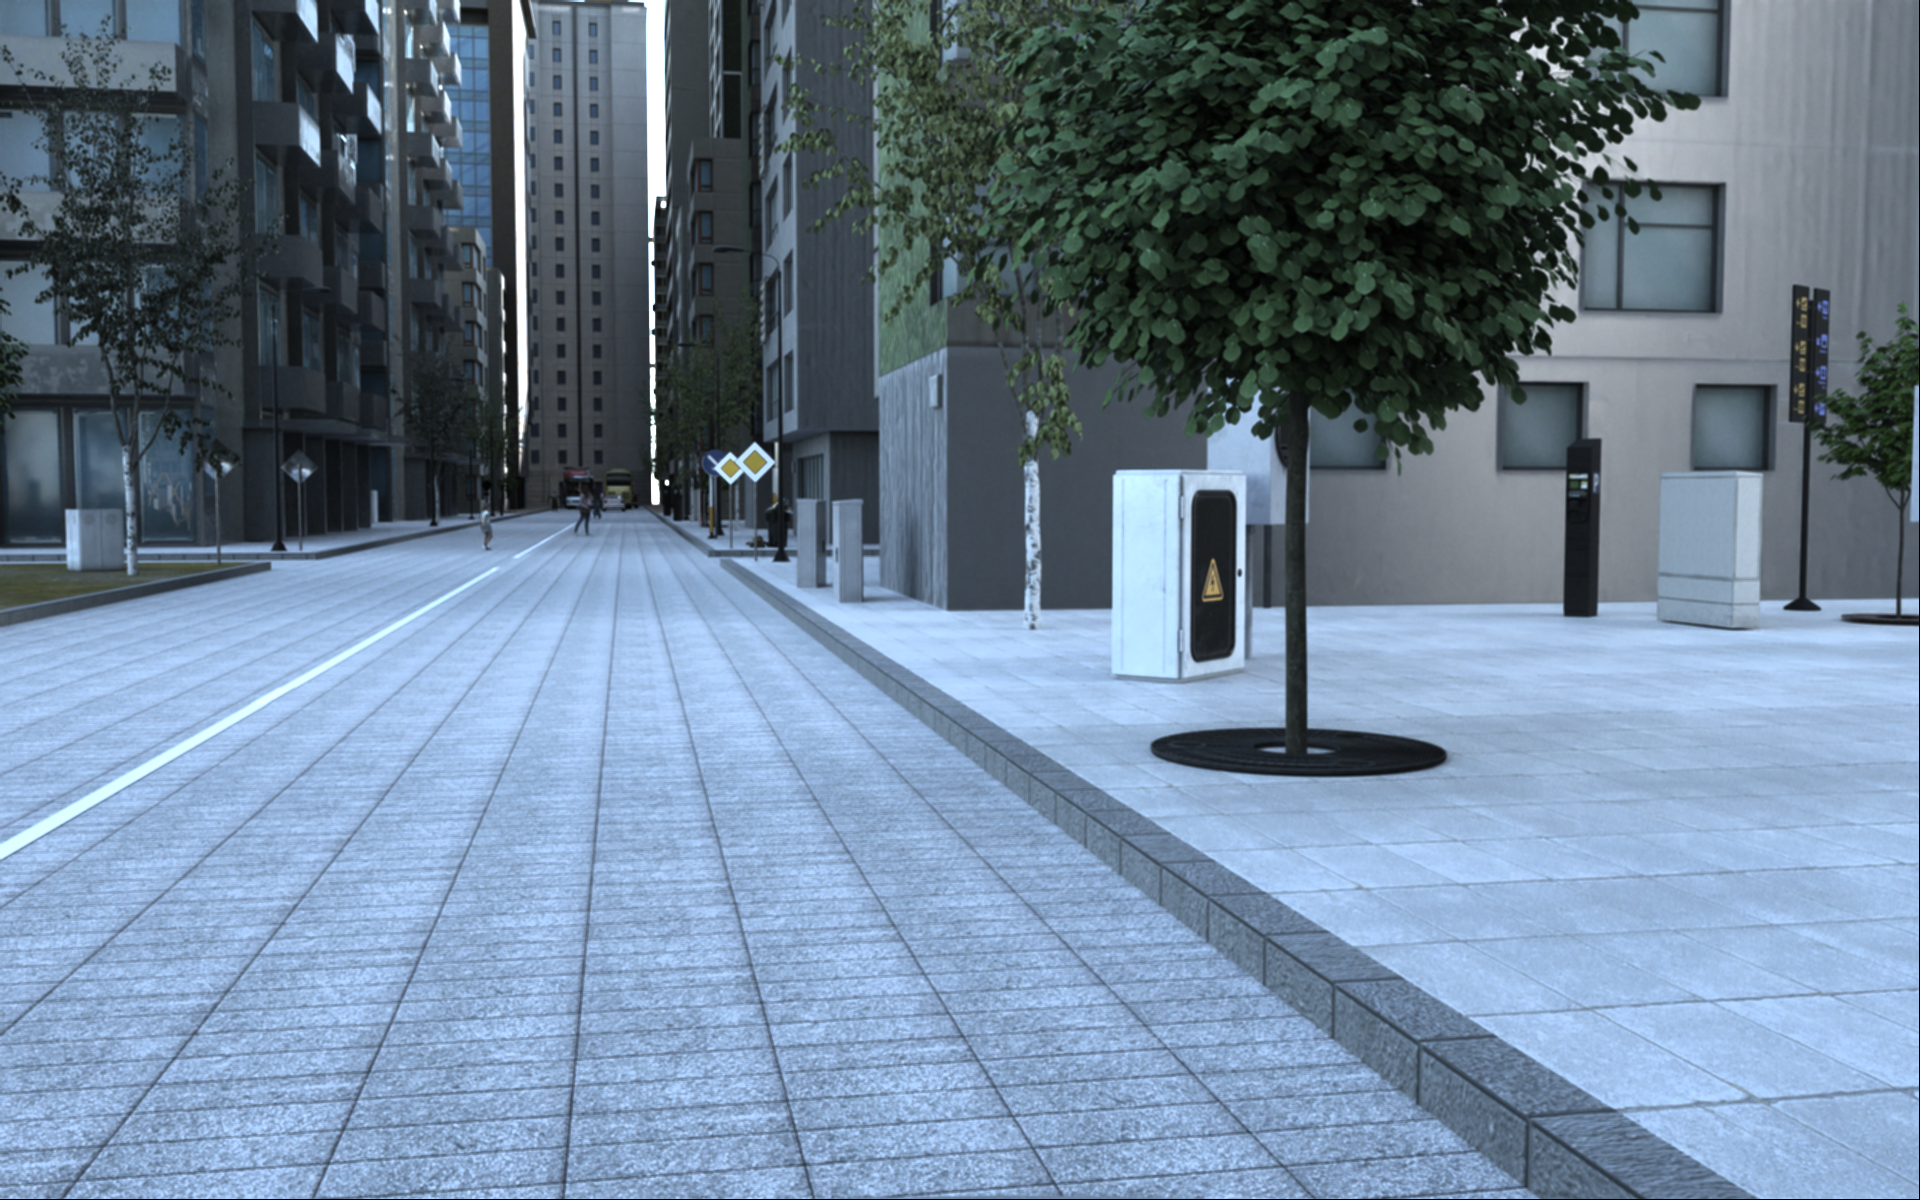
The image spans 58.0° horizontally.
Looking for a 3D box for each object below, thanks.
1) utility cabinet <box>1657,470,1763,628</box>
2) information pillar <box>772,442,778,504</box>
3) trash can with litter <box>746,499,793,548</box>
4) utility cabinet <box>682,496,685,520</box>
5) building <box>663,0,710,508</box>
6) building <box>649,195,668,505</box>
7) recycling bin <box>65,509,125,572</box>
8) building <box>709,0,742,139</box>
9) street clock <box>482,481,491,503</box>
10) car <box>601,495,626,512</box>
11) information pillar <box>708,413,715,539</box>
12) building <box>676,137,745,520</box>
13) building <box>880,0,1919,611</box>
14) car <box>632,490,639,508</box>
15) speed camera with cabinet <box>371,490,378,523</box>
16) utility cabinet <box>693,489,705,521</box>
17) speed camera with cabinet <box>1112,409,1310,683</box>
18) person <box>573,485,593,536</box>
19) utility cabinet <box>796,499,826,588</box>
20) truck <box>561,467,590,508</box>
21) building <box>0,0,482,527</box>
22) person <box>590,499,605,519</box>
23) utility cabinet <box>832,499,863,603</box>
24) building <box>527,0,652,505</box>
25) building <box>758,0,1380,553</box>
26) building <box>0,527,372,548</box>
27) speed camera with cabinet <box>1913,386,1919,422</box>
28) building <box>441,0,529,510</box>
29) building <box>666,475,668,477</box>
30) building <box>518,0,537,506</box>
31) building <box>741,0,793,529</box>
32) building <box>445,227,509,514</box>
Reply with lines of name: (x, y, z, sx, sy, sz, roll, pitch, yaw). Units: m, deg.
utility cabinet: (7.283, -0.499, 16.836, 0.318, 1.500, 1.173, -1, 4, -12)
information pillar: (-5.757, -3.878, 54.757, 0.183, 3.616, 0.504, 2, 4, 26)
trash can with litter: (-4.572, -1.846, 41.577, 1.055, 1.170, 0.624, -2, 4, -32)
utility cabinet: (-14.049, -4.627, 86.816, 0.306, 1.237, 1.020, -2, 4, -23)
building: (-14.282, -32.124, 148.937, 21.300, 48.544, 21.600, -1, 4, -11)
building: (-26.037, -31.973, 214.631, 23.993, 40.220, 32.217, -1, 4, -11)
recycling bin: (-14.489, -1.006, 29.009, 0.722, 1.027, 0.722, -3, 5, -42)
building: (-9.824, -42.135, 127.164, 20.563, 71.187, 20.611, -1, 4, -11)
street clock: (-25.330, -5.389, 92.684, 0.358, 2.002, 0.471, 3, 4, 39)
car: (-28.676, -8.022, 143.516, 2.083, 1.381, 4.827, -1, 4, -12)
information pillar: (-7.178, -3.591, 50.063, 0.183, 3.616, 0.504, 0, 4, -1)
building: (-2.037, -15.646, 100.854, 27.650, 21.520, 28.899, -1, 4, -11)
building: (5.459, -20.927, 25.756, 14.154, 41.232, 14.086, -1, 4, -11)
car: (-33.981, -10.301, 177.101, 2.281, 1.827, 5.304, -1, 4, -12)
speed camera with cabinet: (-26.601, -4.984, 75.816, 2.038, 3.252, 0.660, 0, 4, 2)
utility cabinet: (-12.275, -4.470, 81.766, 0.318, 1.500, 1.173, 1, 4, 16)
speed camera with cabinet: (1.868, -1.116, 12.578, 0.660, 3.252, 2.038, 3, 4, 36)
person: (-13.013, -3.100, 59.782, 0.643, 1.750, 0.593, 1, 4, 12)
utility cabinet: (-2.055, -0.792, 24.116, 0.306, 1.237, 1.020, 0, 4, 2)
truck: (-40.054, -11.747, 180.982, 2.839, 4.237, 11.283, -1, 4, -11)
building: (-37.755, -28.679, 88.508, 23.786, 49.044, 30.456, -1, 4, -11)
person: (-21.059, -5.264, 100.062, 1.012, 1.151, 0.738, -1, 4, -10)
utility cabinet: (-1.368, -0.598, 20.940, 0.306, 1.237, 1.020, -1, 4, -9)
building: (-51.001, -40.515, 204.425, 28.212, 58.520, 21.231, -1, 4, -11)
building: (1.961, -22.233, 47.101, 14.086, 41.232, 14.154, -1, 4, -11)
building: (-29.965, -26.380, 50.916, 23.786, 49.044, 30.456, -1, 4, -11)
speed camera with cabinet: (8.641, -1.178, 13.598, 2.038, 3.252, 0.660, 2, 4, 29)
building: (-44.141, -30.337, 146.121, 14.600, 45.320, 14.200, -1, 4, -11)
building: (-17.621, -33.954, 174.755, 23.786, 49.044, 30.456, -1, 4, -11)
building: (-55.848, -35.469, 169.152, 27.495, 52.752, 28.713, -1, 4, -11)
building: (-1.961, -18.282, 70.608, 14.160, 30.474, 14.107, -1, 4, -11)
building: (-47.652, -17.068, 124.107, 27.650, 21.520, 28.899, -1, 4, -11)
